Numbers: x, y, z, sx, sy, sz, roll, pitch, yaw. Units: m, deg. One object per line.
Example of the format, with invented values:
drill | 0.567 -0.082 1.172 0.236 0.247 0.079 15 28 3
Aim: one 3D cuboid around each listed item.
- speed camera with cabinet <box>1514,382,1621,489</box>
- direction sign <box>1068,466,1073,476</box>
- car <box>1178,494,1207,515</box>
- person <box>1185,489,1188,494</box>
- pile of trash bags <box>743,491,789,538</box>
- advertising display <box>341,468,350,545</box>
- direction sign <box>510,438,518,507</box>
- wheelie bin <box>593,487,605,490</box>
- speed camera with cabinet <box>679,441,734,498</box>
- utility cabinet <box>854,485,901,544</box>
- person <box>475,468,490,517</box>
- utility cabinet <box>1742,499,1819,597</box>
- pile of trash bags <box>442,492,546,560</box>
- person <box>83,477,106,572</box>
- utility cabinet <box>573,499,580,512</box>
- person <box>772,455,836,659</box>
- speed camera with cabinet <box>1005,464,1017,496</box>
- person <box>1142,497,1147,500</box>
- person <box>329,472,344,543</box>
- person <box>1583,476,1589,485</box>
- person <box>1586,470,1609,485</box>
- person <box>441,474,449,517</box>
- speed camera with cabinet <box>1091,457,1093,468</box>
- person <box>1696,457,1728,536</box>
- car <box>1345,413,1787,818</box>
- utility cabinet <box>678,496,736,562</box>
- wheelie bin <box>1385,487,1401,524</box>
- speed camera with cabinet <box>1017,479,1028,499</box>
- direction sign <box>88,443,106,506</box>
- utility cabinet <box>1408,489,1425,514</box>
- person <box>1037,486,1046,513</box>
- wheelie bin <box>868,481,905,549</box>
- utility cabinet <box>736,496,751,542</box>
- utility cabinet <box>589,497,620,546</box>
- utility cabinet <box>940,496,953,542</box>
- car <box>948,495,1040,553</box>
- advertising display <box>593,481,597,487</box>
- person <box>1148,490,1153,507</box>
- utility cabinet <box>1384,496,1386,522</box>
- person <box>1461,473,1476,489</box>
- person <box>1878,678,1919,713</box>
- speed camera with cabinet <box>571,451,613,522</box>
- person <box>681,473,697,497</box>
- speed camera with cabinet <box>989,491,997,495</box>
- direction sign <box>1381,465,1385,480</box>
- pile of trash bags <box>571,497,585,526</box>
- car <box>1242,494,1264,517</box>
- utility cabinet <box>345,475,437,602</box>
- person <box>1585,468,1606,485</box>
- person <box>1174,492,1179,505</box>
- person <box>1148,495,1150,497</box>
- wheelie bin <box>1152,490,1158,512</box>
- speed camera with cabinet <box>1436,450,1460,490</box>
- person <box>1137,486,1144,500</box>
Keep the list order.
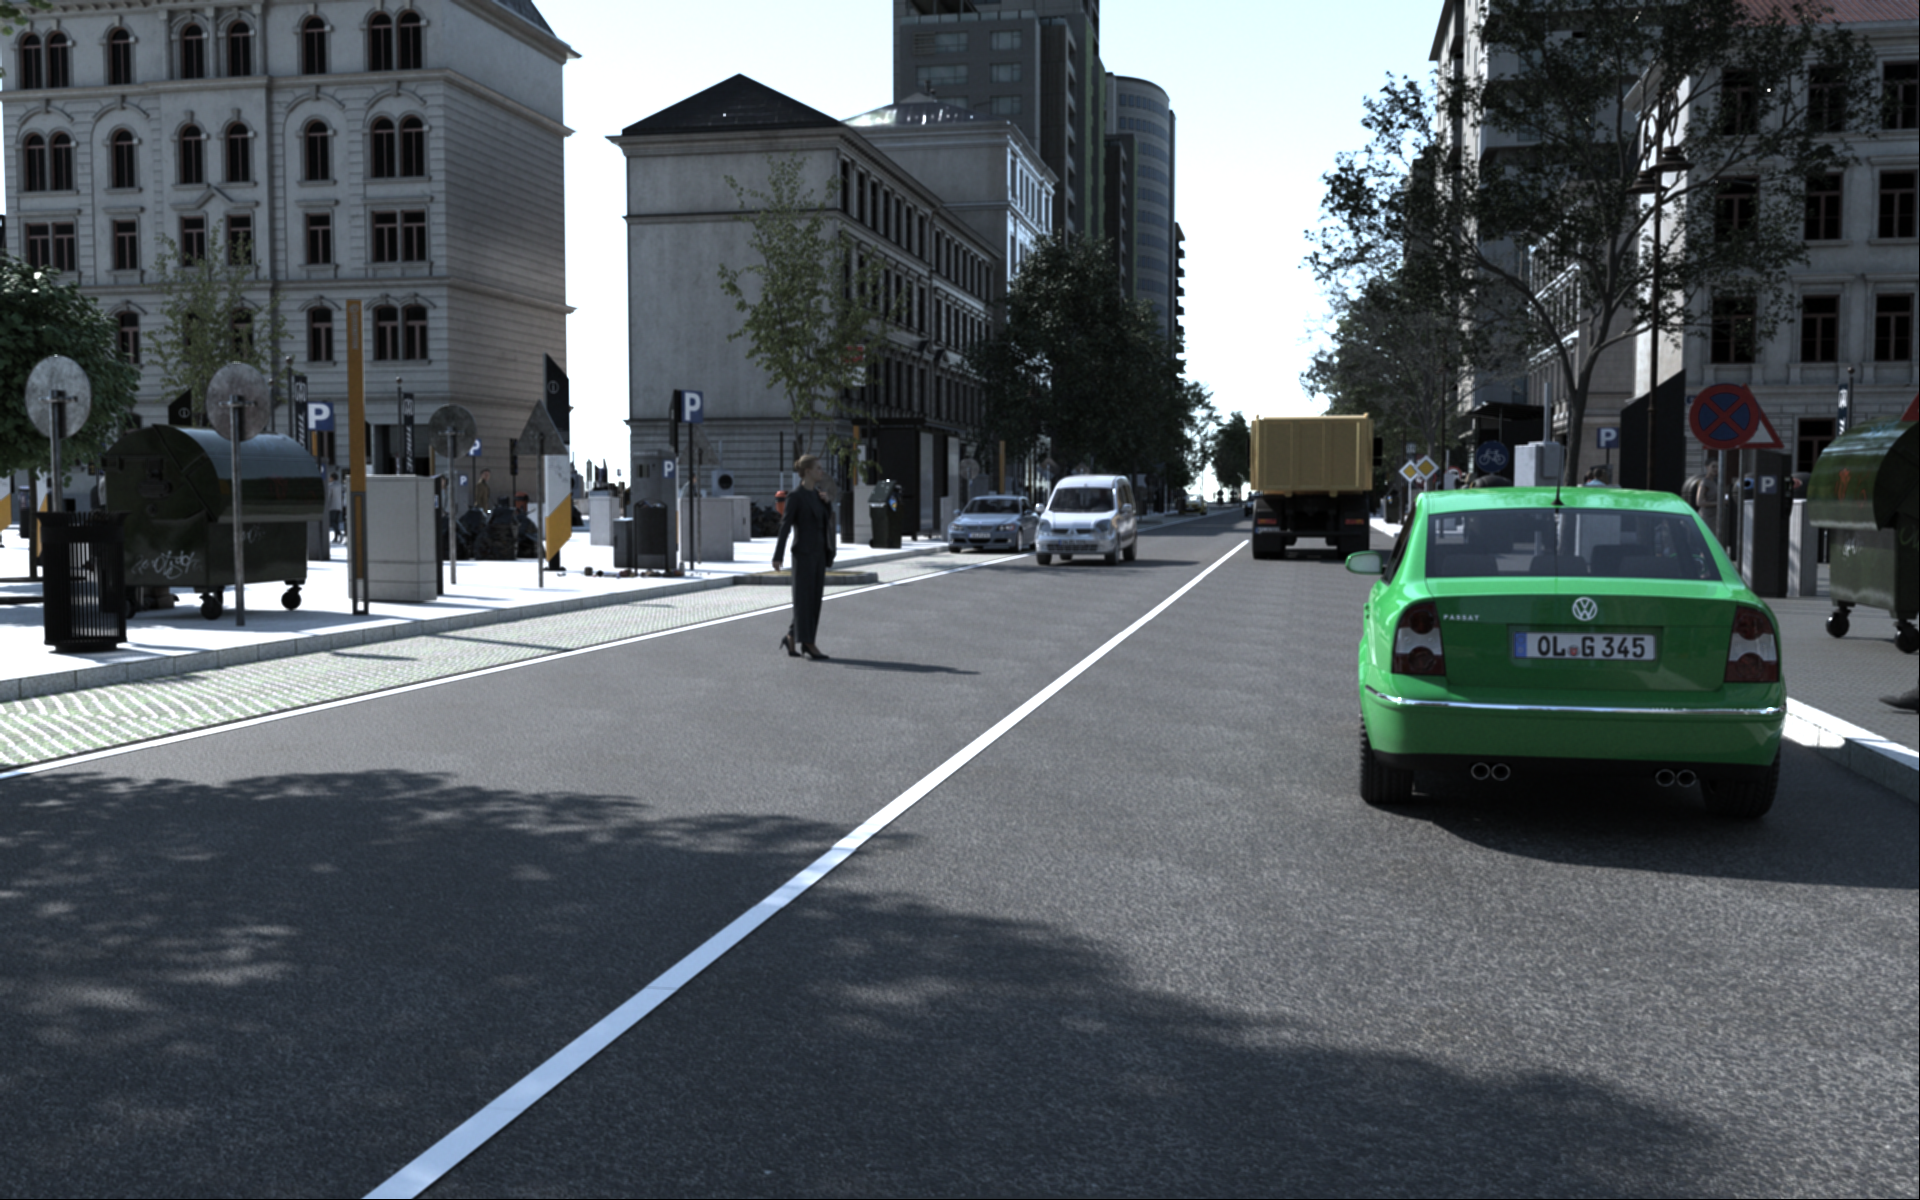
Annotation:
speed camera with cabinet | 10.974 -2.258 31.249 2.038 3.252 0.660 -2 4 -24
direction sign | 7.576 -8.005 122.886 0.876 3.537 0.379 -1 4 -14
car | 15.674 -6.512 116.698 2.015 1.641 3.980 1 4 12
person | 21.675 -9.762 166.440 1.217 1.735 0.721 0 4 -1
pile of trash bags | -6.076 -2.586 52.037 1.912 1.369 3.447 2 4 26
advertising display | -15.261 -2.322 43.176 0.123 1.923 0.974 -2 4 -28
direction sign | -18.271 -4.831 70.978 0.379 3.537 0.876 0 4 2
wheelie bin | -16.943 -4.498 81.446 0.693 1.594 0.980 3 5 41
speed camera with cabinet | -9.377 -4.245 63.744 2.038 3.252 0.660 -2 4 -28
utility cabinet | -2.095 -2.162 44.030 1.173 1.500 0.318 0 4 3
person | -10.311 -1.916 37.286 0.836 1.842 0.656 -3 5 -41
utility cabinet | 10.453 -0.671 22.133 0.306 1.237 1.020 -1 4 -20
pile of trash bags | -9.541 -1.458 33.584 1.912 1.369 3.447 1 4 16
person | -13.799 -1.344 28.143 0.853 1.813 0.709 -3 4 -36
utility cabinet | -24.014 -6.120 108.739 0.318 1.500 1.173 -2 4 -25
person | -1.379 -0.379 15.113 0.534 1.772 0.576 1 4 11
speed camera with cabinet | 2.440 -5.851 90.003 0.660 3.252 2.038 0 4 4
person | 11.815 -6.441 111.582 0.478 1.798 0.641 0 4 6
person | -16.211 -2.398 45.095 0.795 1.843 0.661 2 4 33
person | 17.126 -2.517 47.384 0.419 1.800 0.721 3 5 42
person | 14.610 -2.059 39.685 0.580 1.828 0.573 0 4 -2
person | -10.804 -1.780 36.144 0.512 1.701 0.522 1 4 19
speed camera with cabinet | 6.627 -5.945 91.537 2.038 3.252 0.660 -3 5 -42
person | 10.182 -1.046 23.480 0.374 1.781 0.599 3 5 41
car | 3.036 -0.023 9.175 1.959 1.807 4.718 1 4 13
utility cabinet | -4.871 -1.347 33.183 1.020 1.237 0.306 -1 4 -20
wheelie bin | 18.850 -4.128 75.395 0.693 1.594 0.980 1 4 13
speed camera with cabinet | 3.781 -6.920 107.476 0.660 3.252 2.038 -1 4 -10
direction sign | -36.085 -4.922 72.472 0.876 3.537 0.379 1 4 13
utility cabinet | 21.897 -4.547 83.022 0.318 1.500 1.173 -1 4 -14
person | 5.423 -6.601 114.249 0.850 1.792 0.678 -1 4 -13
wheelie bin | -1.739 -2.018 40.896 0.980 1.594 0.693 3 5 44
utility cabinet | -6.036 -2.173 46.687 0.306 1.237 1.020 2 4 27
utility cabinet | -8.794 -1.942 42.911 0.306 1.237 1.020 -3 5 -42
utility cabinet | -0.364 -2.179 46.785 0.306 1.237 1.020 0 4 -4
car | 0.930 -1.917 43.353 2.014 1.417 4.499 1 4 12
advertising display | -18.774 -5.137 89.206 0.123 1.923 0.974 -1 4 -8
person | 19.593 -10.503 178.586 1.217 1.723 0.721 0 4 2
utility cabinet | 19.936 -4.252 80.674 0.306 1.237 1.020 1 4 20
person | 12.442 -2.218 42.494 0.709 1.800 0.728 2 4 27
person | 5.800 -0.259 10.059 0.755 1.850 0.659 3 4 38
speed camera with cabinet | -16.906 -5.182 79.067 2.038 3.252 0.660 0 4 7
person | -6.655 -2.239 42.744 0.391 1.810 0.635 0 4 1
speed camera with cabinet | 1.413 -6.260 96.685 0.660 3.252 2.038 -1 4 -21
direction sign | 31.763 -8.453 130.206 0.379 3.537 0.876 0 4 -5
pile of trash bags | -16.393 -3.573 68.174 1.912 1.369 3.447 1 4 21
car | 19.000 -6.146 110.280 2.009 1.686 4.222 1 4 9
utility cabinet | -6.785 -0.734 20.681 1.173 1.500 0.318 2 4 29
person | 12.280 -1.659 33.504 0.601 1.785 0.444 3 5 45
person | 24.376 -11.510 194.101 0.709 1.838 0.599 0 4 3
person | 14.683 -8.093 138.361 1.348 1.824 0.705 3 5 41
wheelie bin | 14.031 -7.057 123.294 0.693 1.594 0.980 1 4 10
speed camera with cabinet | 21.516 -5.044 76.810 0.660 3.252 2.038 3 4 38
person | 11.345 -6.295 109.315 0.444 1.785 0.601 -2 4 -31
